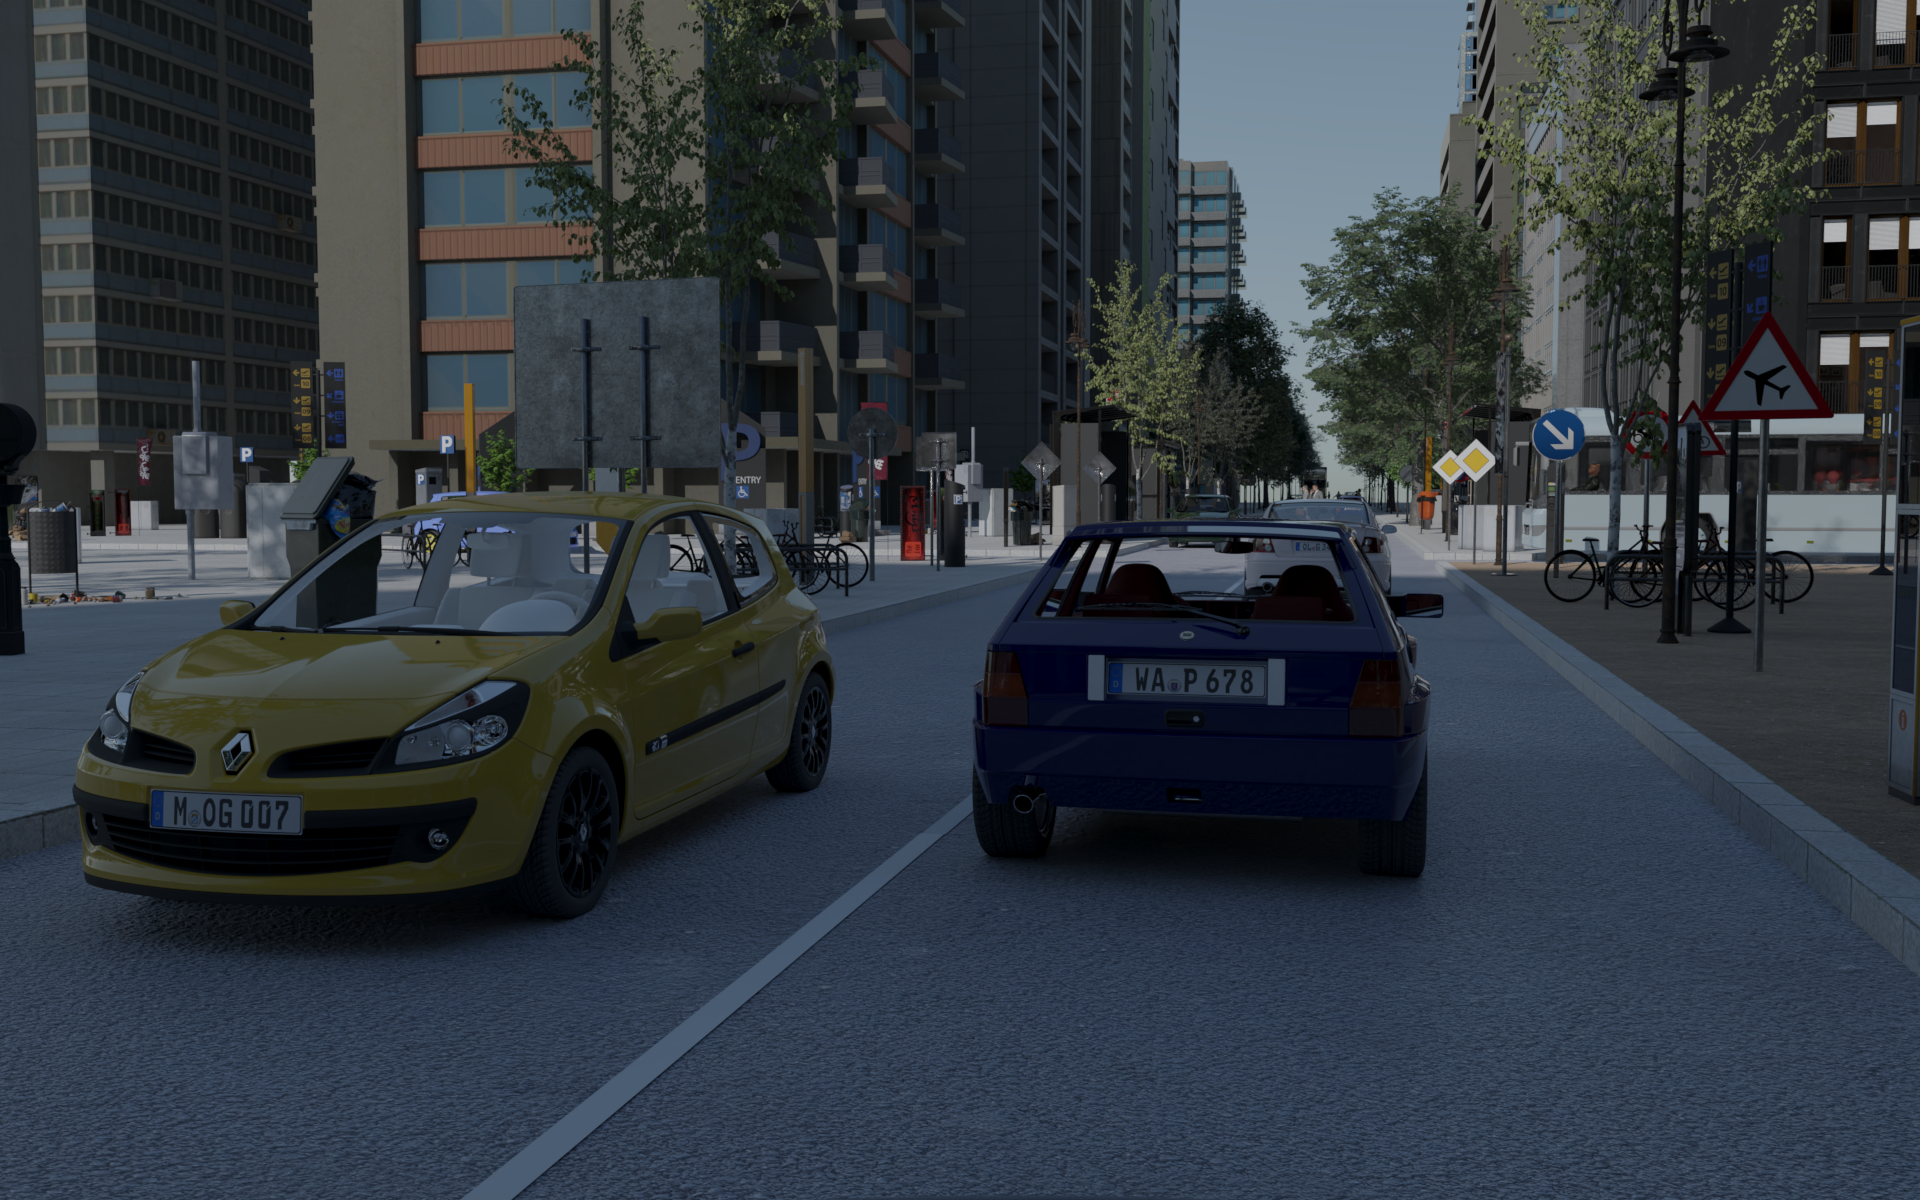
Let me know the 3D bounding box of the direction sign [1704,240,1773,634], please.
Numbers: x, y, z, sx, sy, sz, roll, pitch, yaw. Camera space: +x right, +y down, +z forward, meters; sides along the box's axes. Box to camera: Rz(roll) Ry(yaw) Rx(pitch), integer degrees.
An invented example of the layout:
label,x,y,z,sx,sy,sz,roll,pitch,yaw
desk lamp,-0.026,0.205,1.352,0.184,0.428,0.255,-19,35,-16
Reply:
label,x,y,z,sx,sy,sz,roll,pitch,yaw
direction sign,7.142,-1.466,15.972,0.379,3.537,0.876,-1,4,-13

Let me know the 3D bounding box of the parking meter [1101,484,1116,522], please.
label,x,y,z,sx,sy,sz,roll,pitch,yaw
parking meter,3.794,-2.194,44.286,0.372,1.533,0.369,0,3,0

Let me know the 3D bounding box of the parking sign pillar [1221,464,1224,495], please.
label,x,y,z,sx,sy,sz,roll,pitch,yaw
parking sign pillar,16.563,-7.466,110.533,1.447,3.967,1.447,1,4,14

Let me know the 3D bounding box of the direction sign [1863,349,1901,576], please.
label,x,y,z,sx,sy,sz,roll,pitch,yaw
direction sign,14.600,-2.160,27.321,0.876,3.537,0.379,-1,4,-17

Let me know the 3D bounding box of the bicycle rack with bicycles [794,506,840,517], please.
label,x,y,z,sx,sy,sz,roll,pitch,yaw
bicycle rack with bicycles,-4.409,-2.288,50.795,2.925,0.926,2.852,0,4,1

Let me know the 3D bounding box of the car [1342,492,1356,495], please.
label,x,y,z,sx,sy,sz,roll,pitch,yaw
car,57.235,-15.026,254.345,2.281,1.827,5.304,1,4,11

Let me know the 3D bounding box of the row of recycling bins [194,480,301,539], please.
label,x,y,z,sx,sy,sz,roll,pitch,yaw
row of recycling bins,-20.544,-2.640,50.277,3.534,1.692,1.069,0,4,-4

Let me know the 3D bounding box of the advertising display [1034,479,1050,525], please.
label,x,y,z,sx,sy,sz,roll,pitch,yaw
advertising display,3.592,-4.096,72.189,0.974,1.923,0.123,1,4,15

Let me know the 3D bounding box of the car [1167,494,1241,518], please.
label,x,y,z,sx,sy,sz,roll,pitch,yaw
car,6.719,-2.300,47.393,2.009,1.686,4.222,1,4,14

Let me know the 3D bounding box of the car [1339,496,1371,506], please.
label,x,y,z,sx,sy,sz,roll,pitch,yaw
car,18.579,-4.265,82.313,1.945,1.354,3.894,1,4,11

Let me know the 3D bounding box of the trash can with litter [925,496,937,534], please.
label,x,y,z,sx,sy,sz,roll,pitch,yaw
trash can with litter,-0.768,-2.755,56.109,1.678,1.210,2.233,2,4,31

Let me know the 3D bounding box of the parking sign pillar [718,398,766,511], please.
label,x,y,z,sx,sy,sz,roll,pitch,yaw
parking sign pillar,-5.987,-3.618,47.629,1.447,3.967,1.447,0,4,-6

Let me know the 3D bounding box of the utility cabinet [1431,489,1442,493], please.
label,x,y,z,sx,sy,sz,roll,pitch,yaw
utility cabinet,22.180,-4.455,81.526,1.173,1.500,0.318,3,5,40

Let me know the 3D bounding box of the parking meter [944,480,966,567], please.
label,x,y,z,sx,sy,sz,roll,pitch,yaw
parking meter,-0.091,-1.348,30.454,0.372,1.533,0.369,0,3,0

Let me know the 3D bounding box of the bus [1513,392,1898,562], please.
label,x,y,z,sx,sy,sz,roll,pitch,yaw
bus,17.267,-2.414,34.323,13.247,3.499,2.948,1,4,13

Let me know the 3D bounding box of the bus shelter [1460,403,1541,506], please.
label,x,y,z,sx,sy,sz,roll,pitch,yaw
bus shelter,14.766,-3.440,47.520,1.731,3.624,6.357,1,4,13

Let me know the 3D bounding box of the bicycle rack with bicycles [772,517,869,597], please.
label,x,y,z,sx,sy,sz,roll,pitch,yaw
bicycle rack with bicycles,-2.581,-0.560,22.537,2.925,0.926,2.852,0,4,-6

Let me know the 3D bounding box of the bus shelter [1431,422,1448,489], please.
label,x,y,z,sx,sy,sz,roll,pitch,yaw
bus shelter,25.383,-7.092,93.592,2.179,5.291,8.768,1,4,13

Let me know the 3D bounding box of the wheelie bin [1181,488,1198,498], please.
label,x,y,z,sx,sy,sz,roll,pitch,yaw
wheelie bin,11.123,-4.637,83.723,0.980,1.594,0.693,1,4,12

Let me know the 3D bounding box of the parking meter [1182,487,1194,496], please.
label,x,y,z,sx,sy,sz,roll,pitch,yaw
parking meter,8.531,-3.434,64.557,0.372,1.533,0.369,0,3,0

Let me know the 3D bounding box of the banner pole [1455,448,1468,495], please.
label,x,y,z,sx,sy,sz,roll,pitch,yaw
banner pole,24.198,-5.736,83.803,0.863,3.779,0.401,3,5,40

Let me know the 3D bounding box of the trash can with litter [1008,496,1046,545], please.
label,x,y,z,sx,sy,sz,roll,pitch,yaw
trash can with litter,1.667,-1.971,43.616,0.624,1.170,1.055,3,5,39

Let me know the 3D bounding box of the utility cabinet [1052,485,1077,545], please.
label,x,y,z,sx,sy,sz,roll,pitch,yaw
utility cabinet,2.618,-2.127,43.452,0.318,1.500,1.173,1,4,19

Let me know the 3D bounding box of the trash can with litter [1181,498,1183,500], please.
label,x,y,z,sx,sy,sz,roll,pitch,yaw
trash can with litter,10.696,-4.521,85.306,0.624,1.170,1.055,3,5,39

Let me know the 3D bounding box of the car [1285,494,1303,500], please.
label,x,y,z,sx,sy,sz,roll,pitch,yaw
car,26.318,-7.521,134.973,2.014,1.417,4.499,1,4,14

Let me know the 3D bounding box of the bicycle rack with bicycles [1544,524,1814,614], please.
label,x,y,z,sx,sy,sz,roll,pitch,yaw
bicycle rack with bicycles,8.224,-0.396,19.850,2.925,0.926,2.852,2,4,24

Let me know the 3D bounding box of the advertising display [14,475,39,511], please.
label,x,y,z,sx,sy,sz,roll,pitch,yaw
advertising display,-32.066,-3.322,59.530,0.123,1.923,0.974,1,4,12

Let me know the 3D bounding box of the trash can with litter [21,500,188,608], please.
label,x,y,z,sx,sy,sz,roll,pitch,yaw
trash can with litter,-10.356,-0.586,20.641,2.233,1.210,1.678,-3,4,-38

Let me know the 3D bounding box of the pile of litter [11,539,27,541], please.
label,x,y,z,sx,sy,sz,roll,pitch,yaw
pile of litter,-25.650,-2.078,47.932,1.176,0.858,1.719,2,4,27

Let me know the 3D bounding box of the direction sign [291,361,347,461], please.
label,x,y,z,sx,sy,sz,roll,pitch,yaw
direction sign,-10.977,-2.307,29.711,0.876,3.537,0.379,-1,4,-11

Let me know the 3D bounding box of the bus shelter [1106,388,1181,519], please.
label,x,y,z,sx,sy,sz,roll,pitch,yaw
bus shelter,7.129,-5.513,67.776,2.179,5.291,8.768,1,4,13

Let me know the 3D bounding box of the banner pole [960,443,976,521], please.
label,x,y,z,sx,sy,sz,roll,pitch,yaw
banner pole,0.377,-5.746,83.959,0.863,3.779,0.401,0,4,-2

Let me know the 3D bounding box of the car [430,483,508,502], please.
label,x,y,z,sx,sy,sz,roll,pitch,yaw
car,-10.737,-1.876,40.271,3.694,1.707,1.945,1,4,11

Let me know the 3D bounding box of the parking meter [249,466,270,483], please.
label,x,y,z,sx,sy,sz,roll,pitch,yaw
parking meter,-14.485,-1.845,35.876,0.399,1.863,0.255,2,4,31

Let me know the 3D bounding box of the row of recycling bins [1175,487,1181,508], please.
label,x,y,z,sx,sy,sz,roll,pitch,yaw
row of recycling bins,8.924,-4.229,76.260,1.069,1.692,3.534,1,4,22

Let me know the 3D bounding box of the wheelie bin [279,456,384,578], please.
label,x,y,z,sx,sy,sz,roll,pitch,yaw
wheelie bin,-5.314,-0.415,14.701,0.980,1.594,0.693,3,5,42

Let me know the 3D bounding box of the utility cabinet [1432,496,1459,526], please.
label,x,y,z,sx,sy,sz,roll,pitch,yaw
utility cabinet,19.691,-3.615,70.270,1.020,1.237,0.306,1,4,18

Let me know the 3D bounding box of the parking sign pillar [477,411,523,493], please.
label,x,y,z,sx,sy,sz,roll,pitch,yaw
parking sign pillar,-14.106,-3.954,53.121,1.447,3.967,1.447,-2,4,-27

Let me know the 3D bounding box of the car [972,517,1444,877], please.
label,x,y,z,sx,sy,sz,roll,pitch,yaw
car,1.234,0.282,7.973,1.945,1.354,3.894,1,4,13

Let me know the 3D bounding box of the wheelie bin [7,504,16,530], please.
label,x,y,z,sx,sy,sz,roll,pitch,yaw
wheelie bin,-33.341,-3.267,61.326,0.980,1.594,0.693,3,5,40

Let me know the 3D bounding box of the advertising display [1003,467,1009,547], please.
label,x,y,z,sx,sy,sz,roll,pitch,yaw
advertising display,1.124,-2.269,42.305,0.123,1.923,0.974,0,4,1

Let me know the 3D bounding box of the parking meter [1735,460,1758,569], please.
label,x,y,z,sx,sy,sz,roll,pitch,yaw
parking meter,13.525,-1.476,29.837,0.255,1.863,0.399,0,4,-1

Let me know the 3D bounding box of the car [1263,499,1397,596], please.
label,x,y,z,sx,sy,sz,roll,pitch,yaw
car,4.868,-0.680,23.488,2.083,1.381,4.827,1,4,12

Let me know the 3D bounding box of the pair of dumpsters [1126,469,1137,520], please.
label,x,y,z,sx,sy,sz,roll,pitch,yaw
pair of dumpsters,5.219,-3.574,60.931,1.574,2.255,4.437,1,4,13

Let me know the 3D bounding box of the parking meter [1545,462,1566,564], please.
label,x,y,z,sx,sy,sz,roll,pitch,yaw
parking meter,10.917,-1.593,31.752,0.255,1.863,0.399,2,4,31

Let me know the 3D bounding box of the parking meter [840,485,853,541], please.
label,x,y,z,sx,sy,sz,roll,pitch,yaw
parking meter,-3.094,-2.379,47.304,0.372,1.533,0.369,0,3,0

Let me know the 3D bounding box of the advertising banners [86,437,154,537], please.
label,x,y,z,sx,sy,sz,roll,pitch,yaw
advertising banners,-25.657,-3.473,52.964,0.090,3.025,2.074,3,5,41

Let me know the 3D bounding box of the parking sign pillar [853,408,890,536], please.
label,x,y,z,sx,sy,sz,roll,pitch,yaw
parking sign pillar,-2.894,-3.990,53.716,1.447,3.967,1.447,-2,4,-24

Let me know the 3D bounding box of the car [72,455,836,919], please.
label,x,y,z,sx,sy,sz,roll,pitch,yaw
car,-1.814,0.185,7.200,2.015,1.641,3.980,1,4,13

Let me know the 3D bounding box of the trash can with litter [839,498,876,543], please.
label,x,y,z,sx,sy,sz,roll,pitch,yaw
trash can with litter,-2.741,-2.114,45.950,0.624,1.170,1.055,2,4,29

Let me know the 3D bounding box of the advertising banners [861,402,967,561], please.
label,x,y,z,sx,sy,sz,roll,pitch,yaw
advertising banners,-0.874,-2.257,33.090,2.074,3.025,0.090,-1,4,-14

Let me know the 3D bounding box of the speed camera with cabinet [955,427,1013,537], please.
label,x,y,z,sx,sy,sz,roll,pitch,yaw
speed camera with cabinet,0.727,-3.524,51.957,0.660,3.252,2.038,3,5,43

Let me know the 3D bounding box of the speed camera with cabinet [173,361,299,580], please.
label,x,y,z,sx,sy,sz,roll,pitch,yaw
speed camera with cabinet,-10.677,-1.939,26.039,2.038,3.252,0.660,0,4,0

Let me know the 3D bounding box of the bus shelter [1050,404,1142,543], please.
label,x,y,z,sx,sy,sz,roll,pitch,yaw
bus shelter,3.853,-3.498,48.476,1.731,3.624,6.357,1,4,13

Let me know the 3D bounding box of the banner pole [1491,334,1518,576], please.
label,x,y,z,sx,sy,sz,roll,pitch,yaw
banner pole,8.430,-2.257,26.926,0.401,3.779,0.863,2,4,34
